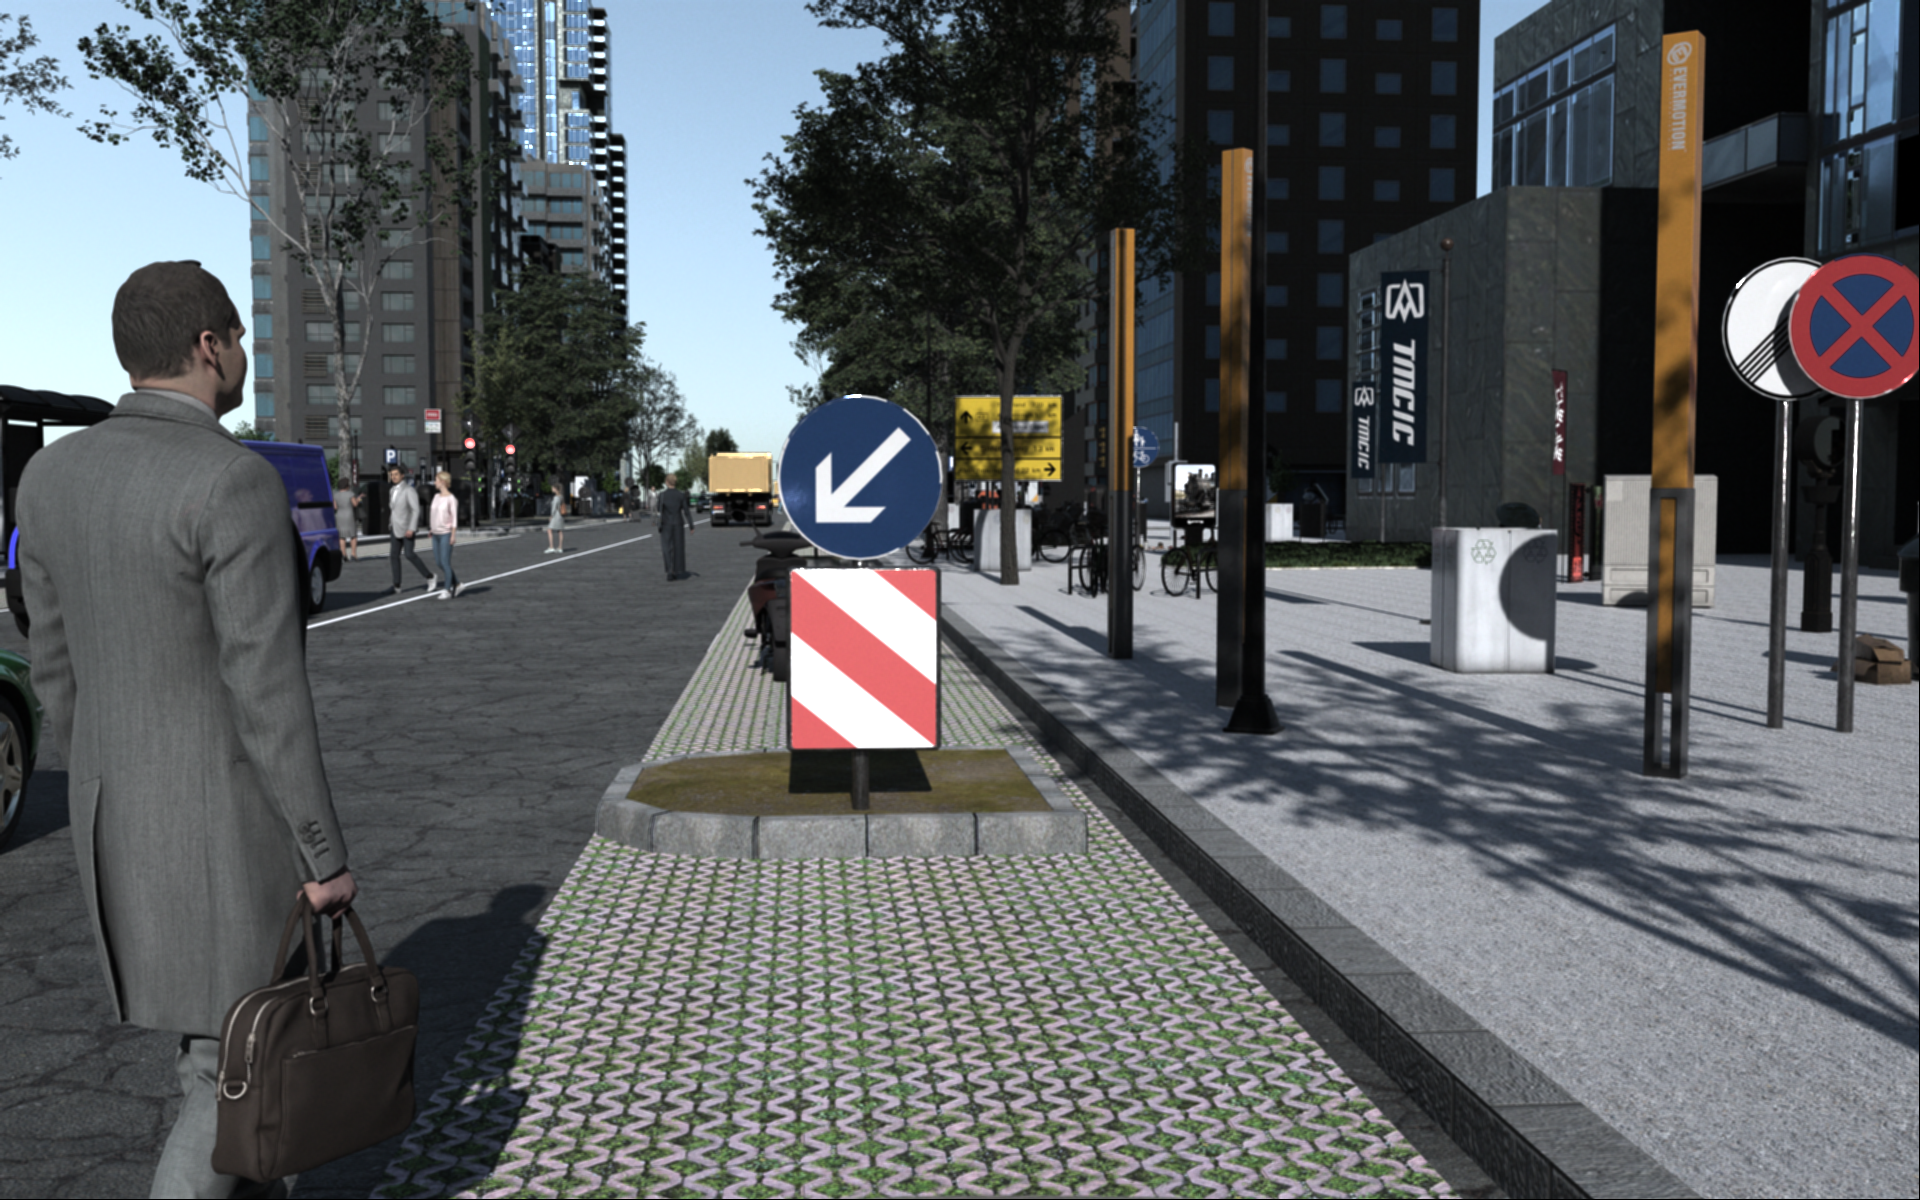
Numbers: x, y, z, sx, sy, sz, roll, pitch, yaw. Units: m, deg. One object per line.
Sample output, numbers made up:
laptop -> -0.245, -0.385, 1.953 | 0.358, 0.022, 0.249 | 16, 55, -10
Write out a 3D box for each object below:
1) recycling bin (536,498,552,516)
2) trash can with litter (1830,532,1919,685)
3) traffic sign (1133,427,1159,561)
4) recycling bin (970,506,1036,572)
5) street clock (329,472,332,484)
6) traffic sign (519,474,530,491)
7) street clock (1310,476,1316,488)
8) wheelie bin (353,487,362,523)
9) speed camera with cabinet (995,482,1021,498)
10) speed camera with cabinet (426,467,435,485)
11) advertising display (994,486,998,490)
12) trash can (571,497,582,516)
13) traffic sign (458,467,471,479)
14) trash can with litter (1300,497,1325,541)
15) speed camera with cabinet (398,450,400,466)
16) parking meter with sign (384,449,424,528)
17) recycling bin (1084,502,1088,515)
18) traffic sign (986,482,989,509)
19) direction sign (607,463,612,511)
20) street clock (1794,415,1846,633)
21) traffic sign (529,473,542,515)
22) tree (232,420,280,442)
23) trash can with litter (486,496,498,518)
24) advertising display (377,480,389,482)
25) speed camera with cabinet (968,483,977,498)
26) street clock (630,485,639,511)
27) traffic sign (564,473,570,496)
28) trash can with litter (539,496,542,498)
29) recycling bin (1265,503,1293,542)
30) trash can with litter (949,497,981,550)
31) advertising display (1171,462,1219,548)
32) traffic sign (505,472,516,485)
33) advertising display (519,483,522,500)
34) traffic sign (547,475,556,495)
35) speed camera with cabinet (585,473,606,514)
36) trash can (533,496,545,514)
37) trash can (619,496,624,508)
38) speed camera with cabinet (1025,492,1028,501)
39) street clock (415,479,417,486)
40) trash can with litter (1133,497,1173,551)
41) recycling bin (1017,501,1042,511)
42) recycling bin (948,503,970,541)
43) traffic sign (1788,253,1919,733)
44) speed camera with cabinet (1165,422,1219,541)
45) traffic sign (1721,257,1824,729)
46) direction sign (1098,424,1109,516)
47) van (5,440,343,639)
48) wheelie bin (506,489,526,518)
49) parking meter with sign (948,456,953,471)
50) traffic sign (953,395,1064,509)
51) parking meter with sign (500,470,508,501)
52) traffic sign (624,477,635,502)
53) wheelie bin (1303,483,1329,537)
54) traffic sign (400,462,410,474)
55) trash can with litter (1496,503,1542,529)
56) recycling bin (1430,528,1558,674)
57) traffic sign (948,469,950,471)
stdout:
recycling bin -> -24.608, -5.497, 102.429 | 0.722, 1.027, 0.722 | -2, 4, -31
trash can with litter -> 6.555, -0.024, 11.780 | 1.055, 1.170, 0.624 | -1, 4, -14
traffic sign -> 3.393, -2.010, 32.967 | 0.768, 2.556, 0.104 | 0, 4, -2
recycling bin -> 0.712, -1.002, 28.930 | 0.722, 1.027, 0.722 | 3, 5, 40
street clock -> -20.864, -3.207, 56.997 | 0.358, 2.002, 0.471 | 1, 4, 10
traffic sign -> -27.961, -6.801, 111.307 | 0.768, 2.556, 0.104 | 0, 4, 3
street clock -> 14.482, -4.072, 71.147 | 0.358, 2.002, 0.471 | 1, 4, 12
wheelie bin -> -27.102, -4.286, 77.986 | 0.980, 1.594, 0.693 | 2, 4, 35
speed camera with cabinet -> 3.792, -8.669, 136.077 | 2.038, 3.252, 0.660 | 2, 4, 27
speed camera with cabinet -> -38.654, -8.074, 126.339 | 0.660, 3.252, 2.038 | -1, 4, -19
advertising display -> 2.407, -7.834, 133.301 | 0.974, 1.923, 0.123 | 0, 4, 0
trash can -> -22.383, -5.470, 101.083 | 0.748, 1.137, 0.748 | 0, 3, 0
traffic sign -> -22.722, -4.873, 79.777 | 0.768, 2.556, 0.104 | 0, 3, 0
trash can with litter -> 7.984, -1.606, 37.314 | 2.233, 1.210, 1.678 | 1, 4, 12
speed camera with cabinet -> -25.219, -5.057, 77.011 | 0.660, 3.252, 2.038 | 1, 4, 21
parking meter with sign -> -21.420, -4.317, 66.848 | 1.738, 3.016, 0.543 | 2, 4, 33
recycling bin -> 3.796, -2.707, 56.808 | 0.722, 1.027, 0.722 | 1, 4, 9
traffic sign -> 0.603, -2.322, 38.075 | 0.768, 2.556, 0.104 | 0, 4, 2
direction sign -> -25.185, -8.106, 124.537 | 0.379, 3.537, 0.876 | -2, 4, -32
street clock -> 7.969, -0.703, 16.057 | 0.471, 2.002, 0.358 | -1, 4, -23
traffic sign -> -26.231, -6.539, 107.023 | 0.768, 2.556, 0.104 | 0, 4, 3
tree -> -31.617, -5.694, 76.813 | 4.285, 4.588, 4.351 | 0, 3, 0
trash can with litter -> -24.927, -4.922, 91.863 | 0.624, 1.170, 1.055 | -3, 5, -42
advertising display -> -27.094, -4.667, 81.525 | 0.123, 1.923, 0.974 | 1, 4, 20
speed camera with cabinet -> 1.384, -8.969, 140.976 | 0.660, 3.252, 2.038 | -2, 4, -32
street clock -> -25.699, -8.126, 137.432 | 0.471, 2.002, 0.358 | -2, 4, -24
traffic sign -> -24.118, -6.447, 105.518 | 0.768, 2.556, 0.104 | 0, 4, 3
trash can with litter -> -27.039, -6.038, 110.111 | 1.055, 1.170, 0.624 | 0, 4, -5
recycling bin -> 8.414, -2.065, 46.314 | 0.722, 1.027, 0.722 | -2, 4, -27
trash can with litter -> 0.575, -1.759, 39.816 | 2.233, 1.210, 1.678 | 1, 4, 19
advertising display -> 4.793, -1.852, 35.491 | 0.974, 1.923, 0.123 | -1, 4, -18
traffic sign -> -21.906, -5.115, 84.814 | 0.795, 2.450, 0.064 | 0, 4, 2
advertising display -> -25.985, -5.905, 101.766 | 0.123, 1.923, 0.974 | 1, 4, 9
traffic sign -> -26.603, -6.922, 113.273 | 0.768, 2.556, 0.104 | 0, 4, 5
speed camera with cabinet -> -23.093, -7.049, 109.579 | 0.660, 3.252, 2.038 | 1, 4, 11
trash can -> -25.588, -5.730, 105.346 | 0.748, 1.137, 0.748 | 0, 3, 0
trash can -> -24.626, -7.053, 126.963 | 0.748, 1.137, 0.748 | 0, 3, 0
speed camera with cabinet -> 4.438, -8.912, 140.046 | 2.038, 3.252, 0.660 | -1, 4, -15
street clock -> -23.185, -4.193, 73.121 | 0.471, 2.002, 0.358 | 1, 4, 19
trash can with litter -> 4.456, -1.784, 40.230 | 1.678, 1.210, 2.233 | 2, 4, 31
recycling bin -> 2.525, -2.846, 59.081 | 0.722, 1.027, 0.722 | 3, 5, 41
recycling bin -> 0.104, -2.137, 47.499 | 0.722, 1.027, 0.722 | 2, 4, 30
traffic sign -> 4.771, -0.560, 9.264 | 0.768, 2.556, 0.104 | 0, 4, 1
speed camera with cabinet -> 6.555, -3.252, 47.504 | 0.660, 3.252, 2.038 | -3, 5, -39
traffic sign -> 4.470, -0.570, 9.422 | 0.768, 2.556, 0.104 | 0, 4, -4
direction sign -> 4.756, -3.896, 55.690 | 0.379, 3.537, 0.876 | -3, 4, -39
van -> -8.469, -0.892, 18.965 | 2.240, 2.365, 5.245 | 0, 4, -4
wheelie bin -> -23.612, -5.123, 91.664 | 0.693, 1.594, 0.980 | -2, 4, -33
parking meter with sign -> -0.464, -5.145, 80.387 | 0.543, 3.016, 1.738 | -1, 4, -13
traffic sign -> 0.990, -2.552, 35.605 | 2.265, 3.308, 0.079 | 0, 4, 4
parking meter with sign -> -32.130, -7.693, 122.037 | 0.543, 3.016, 1.738 | -2, 4, -33
traffic sign -> -24.447, -7.834, 128.186 | 0.768, 2.556, 0.104 | 0, 4, -2
wheelie bin -> 10.594, -2.672, 51.596 | 0.693, 1.594, 0.980 | 1, 4, 20
traffic sign -> -22.509, -4.284, 70.047 | 0.884, 2.594, 0.081 | 0, 4, 0
trash can with litter -> 7.240, -0.661, 22.193 | 0.624, 1.170, 1.055 | 0, 4, 5
recycling bin -> 3.900, -0.008, 12.693 | 0.722, 1.027, 0.722 | 0, 4, -1
traffic sign -> -0.782, -5.002, 81.888 | 0.768, 2.556, 0.104 | 0, 4, -2
